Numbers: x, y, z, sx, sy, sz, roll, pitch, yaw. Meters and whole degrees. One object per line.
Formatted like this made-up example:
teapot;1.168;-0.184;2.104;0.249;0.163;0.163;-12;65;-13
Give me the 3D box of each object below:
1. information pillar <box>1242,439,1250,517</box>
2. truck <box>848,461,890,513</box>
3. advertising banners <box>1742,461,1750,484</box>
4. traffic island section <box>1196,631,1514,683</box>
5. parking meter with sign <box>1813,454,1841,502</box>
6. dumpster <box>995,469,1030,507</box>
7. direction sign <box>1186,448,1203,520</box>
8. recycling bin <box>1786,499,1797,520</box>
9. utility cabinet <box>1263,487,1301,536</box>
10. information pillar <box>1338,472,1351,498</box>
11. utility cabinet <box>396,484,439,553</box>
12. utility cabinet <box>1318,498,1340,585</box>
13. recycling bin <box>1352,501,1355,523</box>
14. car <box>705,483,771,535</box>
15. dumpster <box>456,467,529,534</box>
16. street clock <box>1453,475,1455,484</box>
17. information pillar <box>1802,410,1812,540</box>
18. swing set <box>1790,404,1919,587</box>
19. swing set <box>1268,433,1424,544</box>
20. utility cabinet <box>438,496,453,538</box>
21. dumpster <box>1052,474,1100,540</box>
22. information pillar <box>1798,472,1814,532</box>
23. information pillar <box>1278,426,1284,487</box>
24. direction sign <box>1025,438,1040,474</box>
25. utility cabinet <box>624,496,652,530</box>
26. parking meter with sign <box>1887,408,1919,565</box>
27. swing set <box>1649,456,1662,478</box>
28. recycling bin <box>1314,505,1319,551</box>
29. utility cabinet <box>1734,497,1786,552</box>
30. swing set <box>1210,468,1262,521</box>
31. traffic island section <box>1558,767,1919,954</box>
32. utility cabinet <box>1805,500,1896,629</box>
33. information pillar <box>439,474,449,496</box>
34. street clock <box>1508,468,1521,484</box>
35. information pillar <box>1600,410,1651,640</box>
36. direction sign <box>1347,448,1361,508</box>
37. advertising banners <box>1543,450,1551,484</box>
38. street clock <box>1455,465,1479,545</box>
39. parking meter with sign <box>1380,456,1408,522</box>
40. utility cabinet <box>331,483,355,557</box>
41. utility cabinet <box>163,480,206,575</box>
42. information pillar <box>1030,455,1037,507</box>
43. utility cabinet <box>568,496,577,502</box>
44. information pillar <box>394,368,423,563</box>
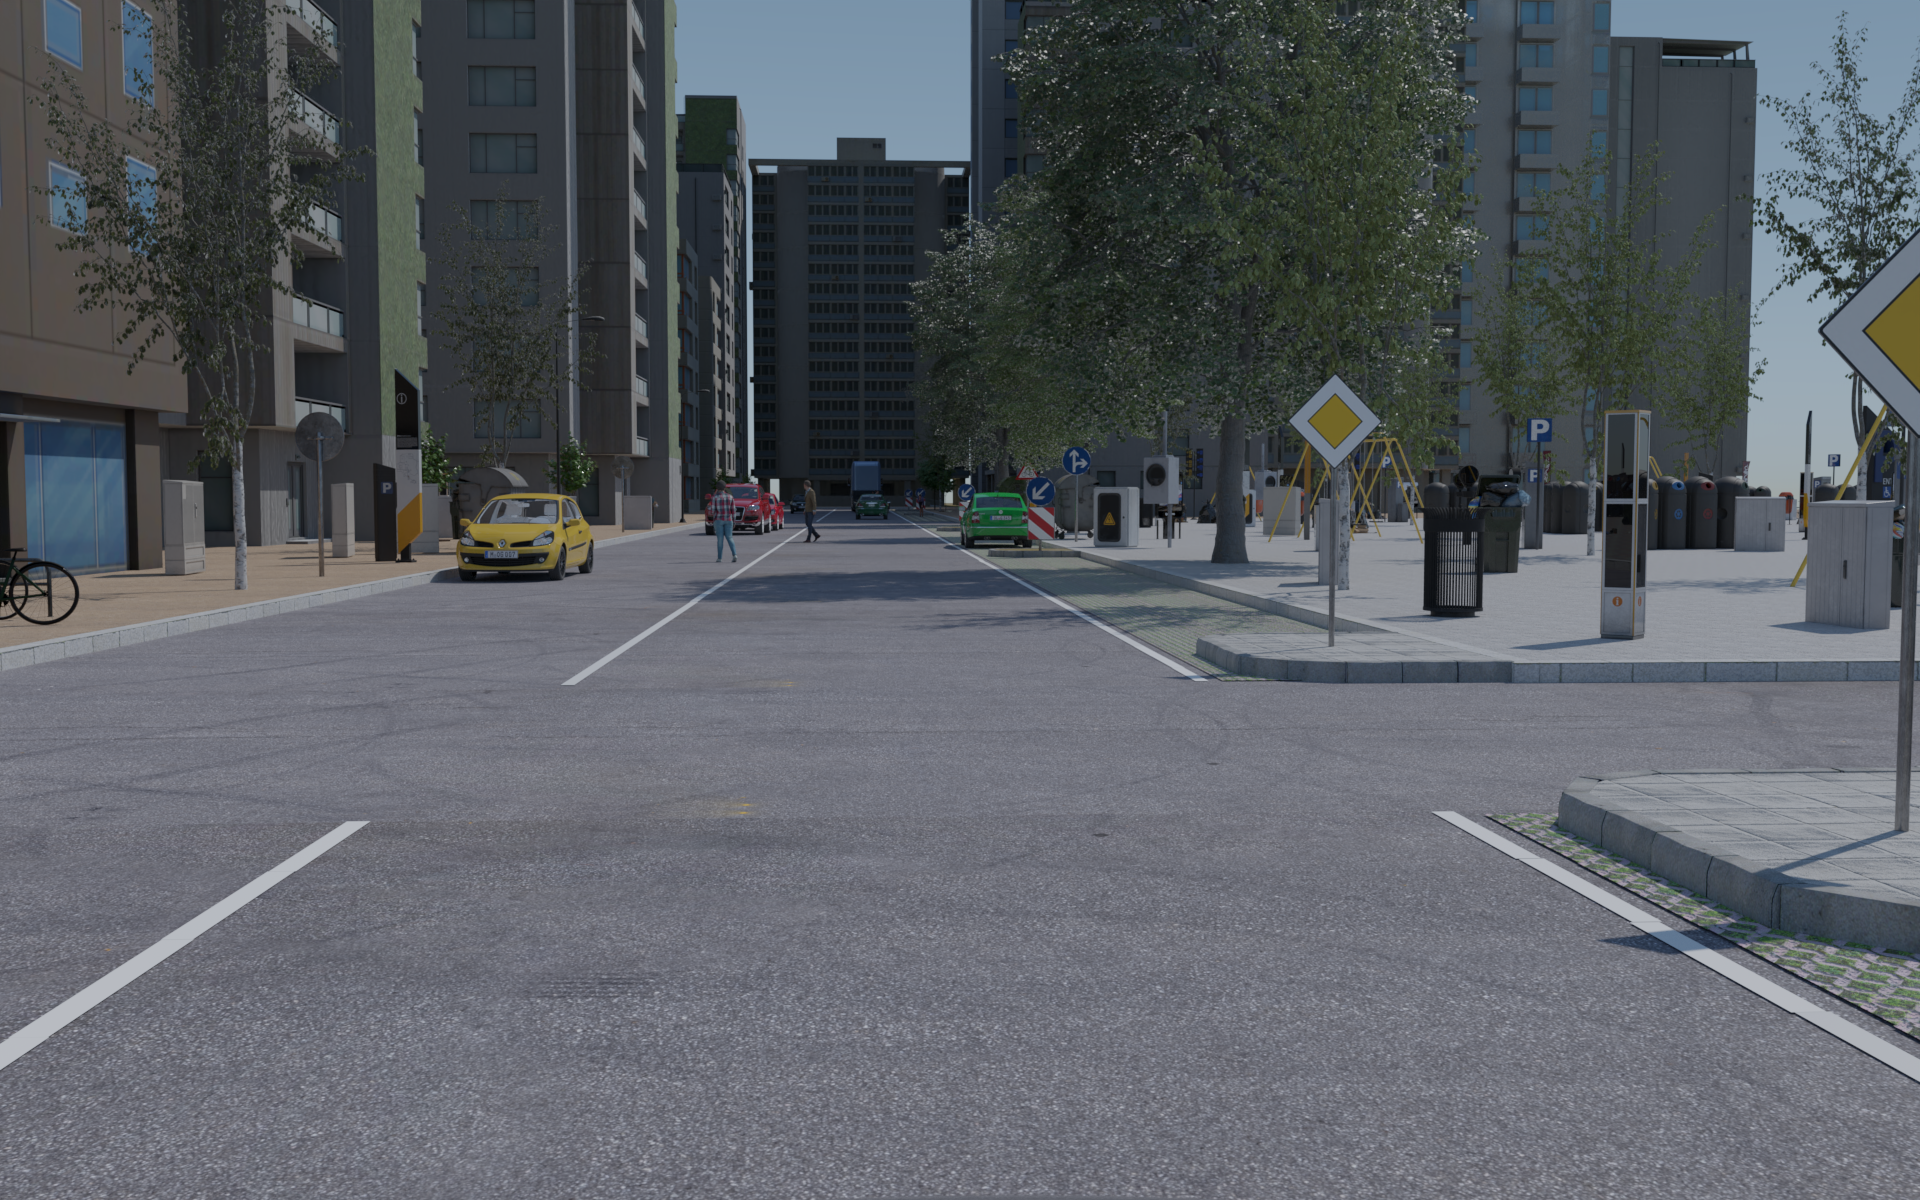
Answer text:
information pillar;10.210;-4.357;62.598;0.504;3.616;0.183;-1;4;-12
truck;-7.212;-9.004;136.967;2.967;4.110;18.799;0;4;-5
advertising banners;40.776;-5.810;91.189;2.074;3.025;0.090;-1;4;-20
traffic island section;3.145;0.470;14.589;2.009;0.180;2.903;0;4;-3
parking meter with sign;37.433;-4.833;75.274;1.738;3.016;0.543;-2;4;-28
dumpster;2.156;-3.967;67.348;1.502;2.255;1.985;0;4;-3
direction sign;11.639;-5.751;86.027;0.876;3.537;0.379;1;4;19
recycling bin;40.545;-4.426;84.917;0.722;1.027;0.722;3;5;42
utility cabinet;9.881;-2.719;53.140;1.173;1.500;0.318;3;5;45
information pillar;12.864;-3.277;58.064;0.304;2.012;0.304;-3;5;-42
utility cabinet;-11.842;-1.747;37.237;1.173;1.500;0.318;-2;4;-29
utility cabinet;5.311;-0.837;24.847;0.306;1.237;1.020;1;4;13
recycling bin;13.798;-3.057;62.530;0.722;1.027;0.722;0;4;-7
car;-7.941;-3.277;62.257;2.281;1.827;5.304;0;4;-2
dumpster;-10.224;-1.964;37.872;1.264;1.857;1.865;0;4;-3
street clock;16.851;-3.290;58.357;0.471;2.002;0.358;0;4;4
information pillar;23.682;-3.488;48.388;0.183;3.616;0.504;2;4;34
swing set;12.770;-1.506;22.238;2.862;2.851;3.119;0;4;5
swing set;10.139;-2.912;45.238;2.862;2.851;3.119;-2;4;-25
utility cabinet;-15.069;-2.415;50.649;1.020;1.237;0.306;-1;4;-23
dumpster;3.332;-2.670;49.405;1.264;1.857;1.865;0;4;-3
information pillar;28.361;-3.276;58.059;0.304;2.012;0.304;0;4;-7
information pillar;10.932;-4.143;59.099;0.183;3.616;0.504;0;4;-2
direction sign;2.885;-4.707;68.953;0.379;3.537;0.876;-3;5;-40
utility cabinet;-11.609;-3.126;62.274;1.020;1.237;0.306;0;4;-2
parking meter with sign;17.176;-2.139;31.241;0.543;3.016;1.738;3;5;40
swing set;28.181;-4.488;71.001;2.862;2.851;3.119;2;4;25
recycling bin;8.377;-1.623;39.088;0.722;1.027;0.722;1;4;8
utility cabinet;17.946;-1.694;38.860;1.020;1.237;0.306;1;4;20
swing set;12.827;-5.043;80.072;2.862;2.851;3.119;0;4;-2
traffic island section;3.610;0.958;6.617;2.009;0.180;2.903;0;4;-3
utility cabinet;8.669;-0.352;16.918;0.306;1.237;1.020;0;4;-3
information pillar;-18.496;-3.525;62.120;0.304;2.012;0.304;0;4;-4
street clock;15.216;-2.631;47.592;0.358;2.002;0.471;0;4;-1
information pillar;5.890;-0.663;15.339;0.304;2.012;0.304;3;5;40
direction sign;13.775;-4.221;61.016;0.379;3.537;0.876;-2;4;-32
advertising banners;23.811;-4.447;68.904;0.090;3.025;2.074;-1;4;-18
street clock;12.829;-2.395;43.728;0.471;2.002;0.358;0;4;8
parking meter with sign;19.858;-5.061;79.000;0.543;3.016;1.738;-1;4;-19
utility cabinet;-12.577;-1.627;35.278;0.318;1.500;1.173;-1;4;-13
utility cabinet;-12.382;-1.162;27.681;0.318;1.500;1.173;-1;4;-9
information pillar;2.739;-4.503;64.973;0.183;3.616;0.504;-1;4;-19
utility cabinet;-10.915;-2.266;48.219;0.306;1.237;1.020;-1;4;-23
information pillar;-10.313;-2.508;32.366;0.504;3.616;0.183;1;4;13
